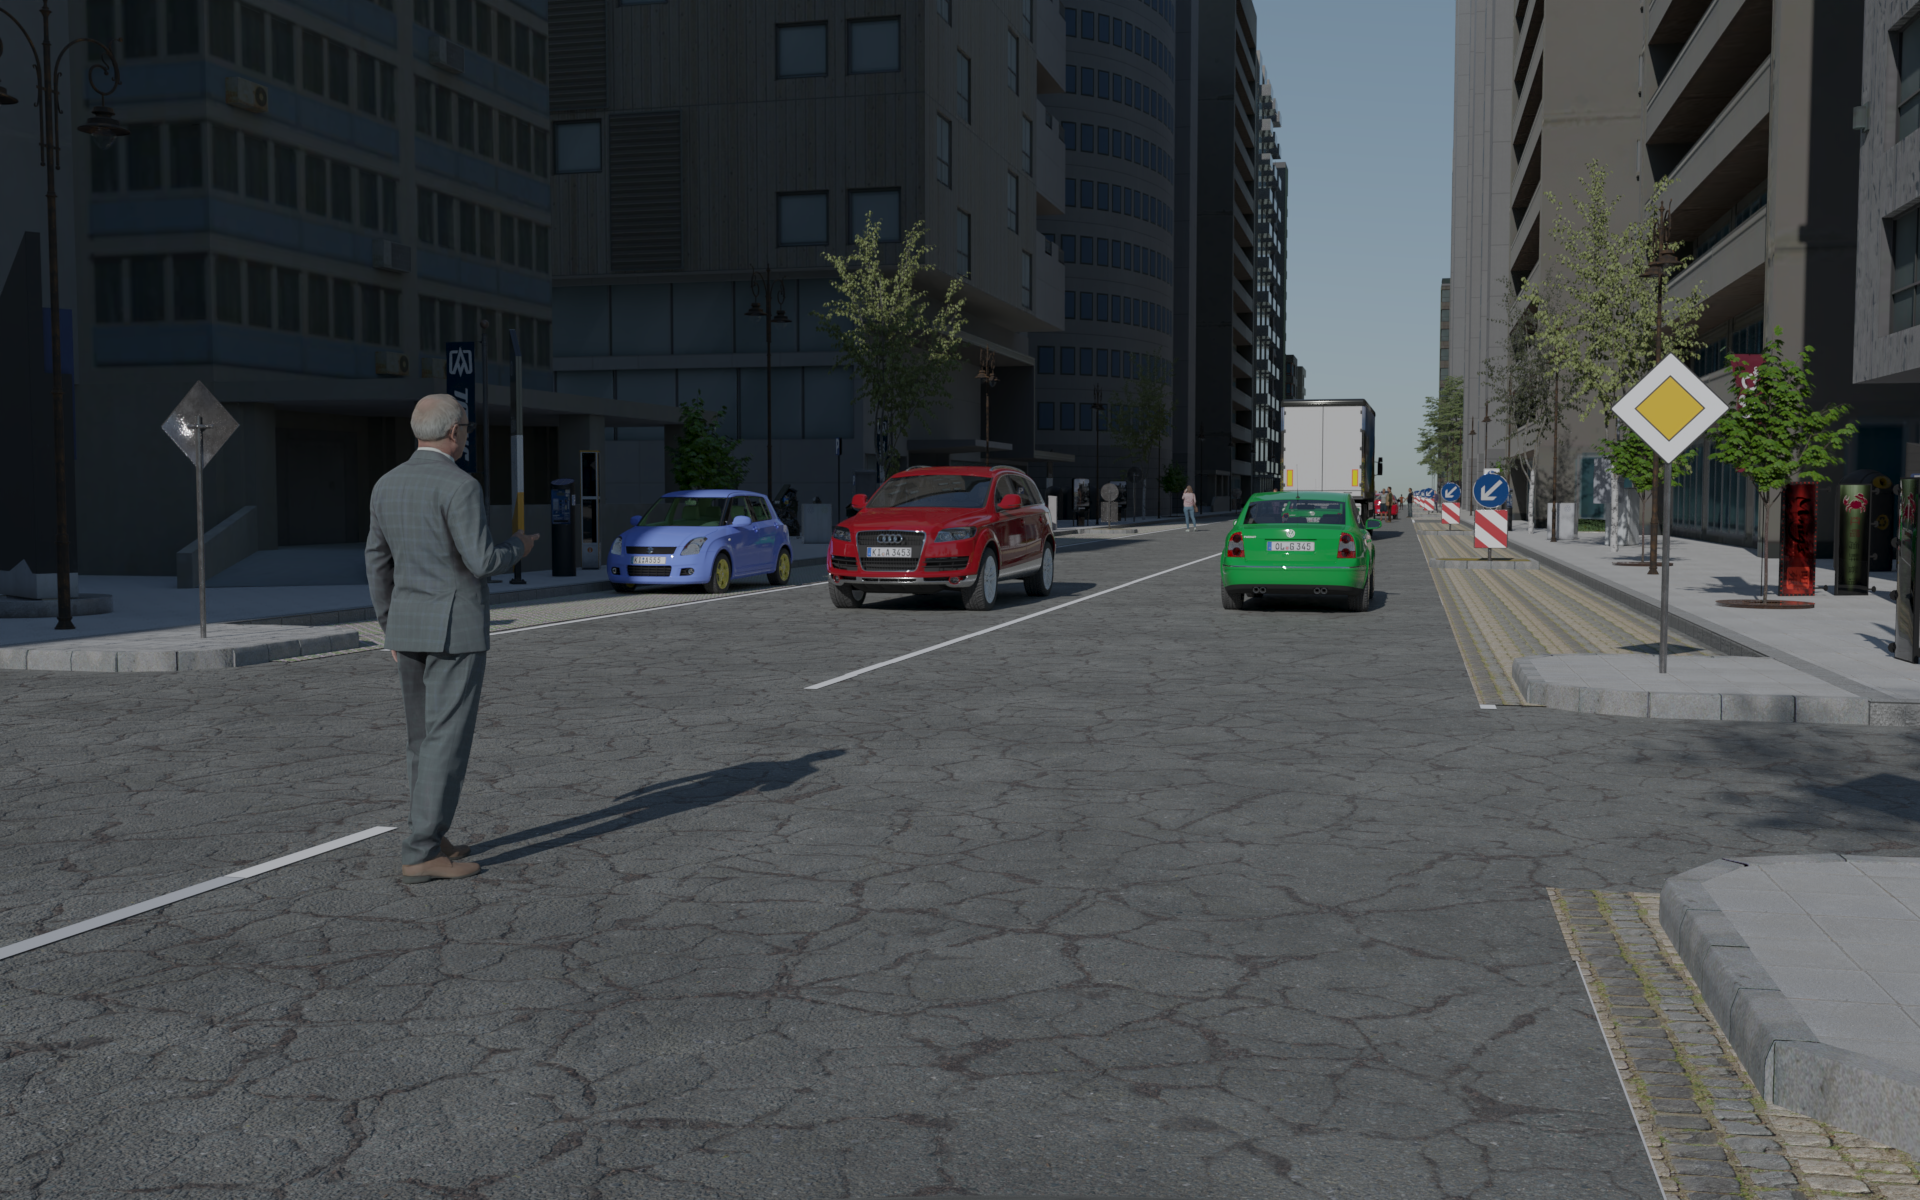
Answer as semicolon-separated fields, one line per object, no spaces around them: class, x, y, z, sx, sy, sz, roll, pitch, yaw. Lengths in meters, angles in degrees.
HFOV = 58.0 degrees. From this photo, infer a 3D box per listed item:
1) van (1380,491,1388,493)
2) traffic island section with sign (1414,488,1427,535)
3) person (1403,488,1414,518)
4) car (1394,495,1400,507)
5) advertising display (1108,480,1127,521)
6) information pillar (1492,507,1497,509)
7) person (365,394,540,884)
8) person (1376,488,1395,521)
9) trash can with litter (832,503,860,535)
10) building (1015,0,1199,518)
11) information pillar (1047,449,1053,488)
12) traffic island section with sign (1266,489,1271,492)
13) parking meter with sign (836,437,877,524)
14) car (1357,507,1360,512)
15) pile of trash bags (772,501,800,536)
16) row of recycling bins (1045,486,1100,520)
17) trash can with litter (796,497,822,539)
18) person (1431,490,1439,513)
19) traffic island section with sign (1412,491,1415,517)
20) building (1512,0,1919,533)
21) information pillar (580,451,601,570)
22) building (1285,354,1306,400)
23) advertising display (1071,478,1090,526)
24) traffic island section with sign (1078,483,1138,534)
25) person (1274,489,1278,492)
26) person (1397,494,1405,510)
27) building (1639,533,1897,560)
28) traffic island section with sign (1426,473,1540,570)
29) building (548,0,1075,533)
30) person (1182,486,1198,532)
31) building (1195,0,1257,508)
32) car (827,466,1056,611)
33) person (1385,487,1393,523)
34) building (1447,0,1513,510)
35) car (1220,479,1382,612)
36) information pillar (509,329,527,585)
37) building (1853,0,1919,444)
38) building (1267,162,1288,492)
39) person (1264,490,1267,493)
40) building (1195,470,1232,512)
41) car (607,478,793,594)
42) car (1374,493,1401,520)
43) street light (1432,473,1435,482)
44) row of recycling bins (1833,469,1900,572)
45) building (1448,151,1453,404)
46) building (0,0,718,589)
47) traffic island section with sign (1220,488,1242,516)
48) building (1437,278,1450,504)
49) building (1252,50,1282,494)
van;52.303;-12.584;212.757;2.013;2.044;4.112;1;4;14
traffic island section with sign;17.071;-3.186;60.724;1.989;1.847;2.006;1;4;14
person;27.170;-5.881;104.666;0.705;1.822;1.348;-1;4;-10
car;33.335;-7.536;135.214;2.014;1.417;4.499;1;4;15
advertising display;7.492;-4.720;82.384;0.974;1.923;0.123;-2;4;-24
information pillar;25.214;-4.733;81.879;0.304;2.012;0.304;0;4;6
person;-1.914;0.129;6.571;0.661;1.801;0.590;2;4;33
person;22.431;-5.044;91.762;1.217;1.735;0.721;2;4;26
trash can with litter;-3.344;-2.473;51.820;1.055;1.170;0.624;2;4;27
building;2.236;-34.401;104.460;21.231;58.520;28.212;1;4;14
information pillar;4.654;-6.019;89.759;0.183;3.616;0.504;2;4;34
traffic island section with sign;24.548;-7.910;137.954;1.989;1.847;2.006;1;4;14
parking meter with sign;-2.933;-3.503;53.541;1.738;3.016;0.543;-1;4;-16
car;9.024;-2.125;43.547;1.959;1.807;4.718;1;4;15
pile of trash bags;-6.683;-2.628;52.720;3.447;1.369;1.912;-2;4;-23
row of recycling bins;5.655;-4.835;86.170;3.534;1.692;1.069;-3;5;-43
trash can with litter;-4.224;-2.354;49.552;1.678;1.210;2.233;0;4;1
person;35.807;-7.414;130.638;0.541;1.710;0.530;2;4;33
traffic island section with sign;29.457;-6.152;109.210;1.989;1.847;2.006;1;4;14
building;34.368;-27.335;70.629;21.300;48.544;21.600;1;4;14
information pillar;-6.266;-1.523;29.386;0.304;2.012;0.304;0;4;-4
building;31.383;-23.655;231.797;27.650;21.520;28.899;1;4;14
advertising display;4.854;-3.939;69.615;0.974;1.923;0.123;-3;5;-43
traffic island section with sign;5.426;-3.331;63.093;1.989;1.847;2.006;1;4;14
person;16.234;-4.861;88.902;0.541;1.710;0.530;-1;4;-21
person;40.028;-8.887;157.054;1.065;1.426;0.557;0;4;-1
building;28.930;-25.491;40.472;21.300;48.544;21.600;1;4;14
traffic island section with sign;10.186;-1.535;33.732;1.989;1.847;2.006;1;4;14
building;-10.892;-29.417;70.213;28.713;52.752;27.495;1;4;14
person;8.825;-3.496;66.246;0.593;1.750;0.643;0;4;-2
building;14.325;-32.348;152.590;21.300;48.544;21.600;1;4;14
car;-0.131;-0.881;23.073;2.281;1.827;5.304;1;4;16
person;21.588;-4.808;87.208;0.705;1.812;1.348;1;4;11
building;63.302;-39.302;184.591;21.231;58.520;28.212;1;4;14
car;4.476;-0.843;22.577;1.959;1.807;4.718;1;4;15
information pillar;-6.278;-2.030;24.541;0.183;3.616;0.504;-2;4;-24
building;17.933;-14.949;16.112;14.107;30.474;14.160;1;4;14
building;31.813;-32.132;208.948;14.154;41.232;14.086;1;4;14
person;22.708;-7.284;128.531;0.756;1.711;0.436;-2;4;-27
building;3.961;-26.886;131.467;32.217;40.220;23.993;1;4;14
car;-3.874;-1.003;25.988;1.945;1.707;3.694;1;4;16
car;23.994;-5.476;98.579;2.155;1.783;4.494;1;4;13
street light;55.510;-13.980;201.367;0.468;5.910;1.993;1;4;14
row of recycling bins;16.386;-1.312;28.566;3.534;1.692;1.069;1;4;17
building;70.661;-35.848;209.824;21.300;48.544;21.600;1;4;14
building;-22.040;-20.918;33.896;32.217;40.220;23.993;1;4;14
traffic island section with sign;17.884;-6.312;111.832;1.989;1.847;2.006;1;4;14
building;70.807;-28.023;229.884;14.160;30.474;14.107;1;4;14
building;22.872;-34.752;187.810;23.786;49.044;30.456;1;4;14
